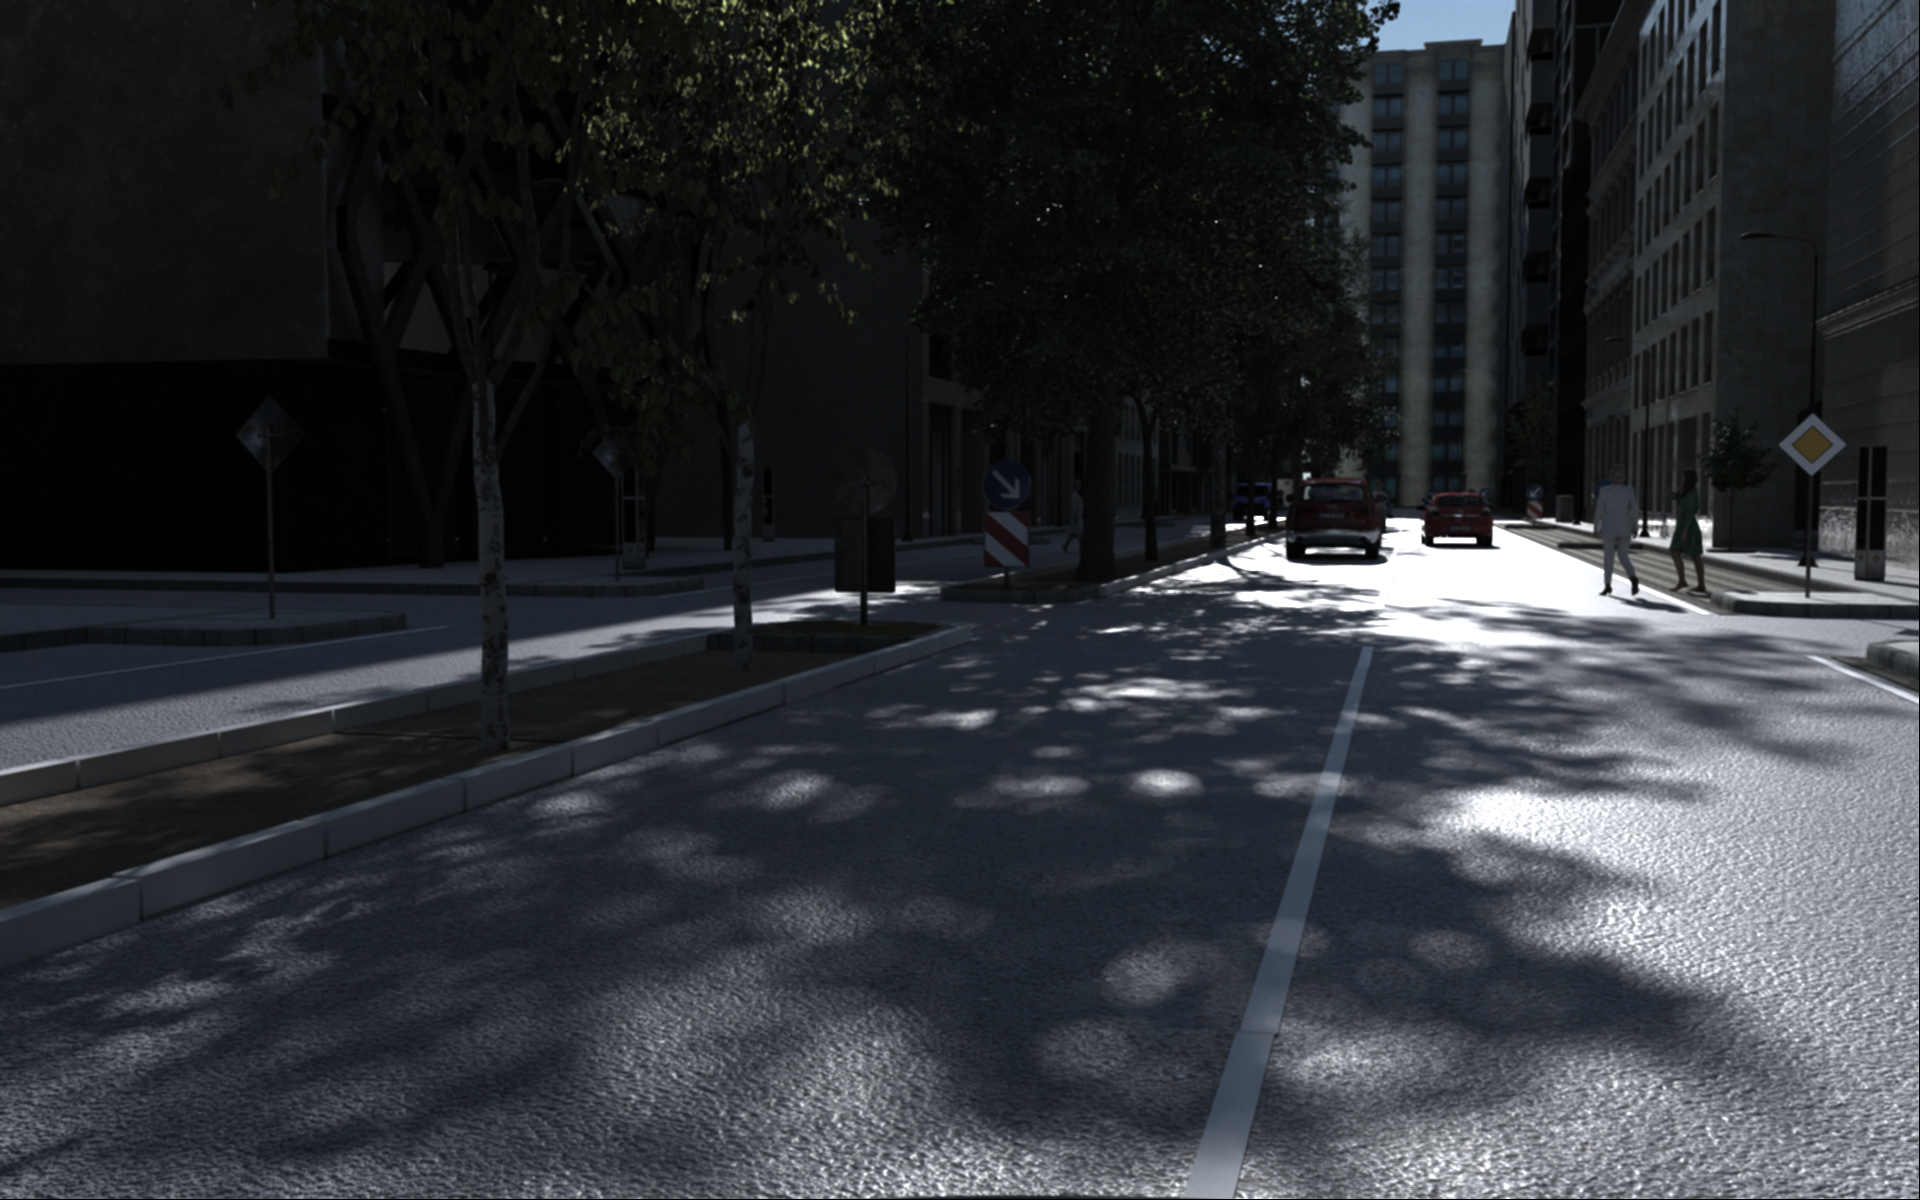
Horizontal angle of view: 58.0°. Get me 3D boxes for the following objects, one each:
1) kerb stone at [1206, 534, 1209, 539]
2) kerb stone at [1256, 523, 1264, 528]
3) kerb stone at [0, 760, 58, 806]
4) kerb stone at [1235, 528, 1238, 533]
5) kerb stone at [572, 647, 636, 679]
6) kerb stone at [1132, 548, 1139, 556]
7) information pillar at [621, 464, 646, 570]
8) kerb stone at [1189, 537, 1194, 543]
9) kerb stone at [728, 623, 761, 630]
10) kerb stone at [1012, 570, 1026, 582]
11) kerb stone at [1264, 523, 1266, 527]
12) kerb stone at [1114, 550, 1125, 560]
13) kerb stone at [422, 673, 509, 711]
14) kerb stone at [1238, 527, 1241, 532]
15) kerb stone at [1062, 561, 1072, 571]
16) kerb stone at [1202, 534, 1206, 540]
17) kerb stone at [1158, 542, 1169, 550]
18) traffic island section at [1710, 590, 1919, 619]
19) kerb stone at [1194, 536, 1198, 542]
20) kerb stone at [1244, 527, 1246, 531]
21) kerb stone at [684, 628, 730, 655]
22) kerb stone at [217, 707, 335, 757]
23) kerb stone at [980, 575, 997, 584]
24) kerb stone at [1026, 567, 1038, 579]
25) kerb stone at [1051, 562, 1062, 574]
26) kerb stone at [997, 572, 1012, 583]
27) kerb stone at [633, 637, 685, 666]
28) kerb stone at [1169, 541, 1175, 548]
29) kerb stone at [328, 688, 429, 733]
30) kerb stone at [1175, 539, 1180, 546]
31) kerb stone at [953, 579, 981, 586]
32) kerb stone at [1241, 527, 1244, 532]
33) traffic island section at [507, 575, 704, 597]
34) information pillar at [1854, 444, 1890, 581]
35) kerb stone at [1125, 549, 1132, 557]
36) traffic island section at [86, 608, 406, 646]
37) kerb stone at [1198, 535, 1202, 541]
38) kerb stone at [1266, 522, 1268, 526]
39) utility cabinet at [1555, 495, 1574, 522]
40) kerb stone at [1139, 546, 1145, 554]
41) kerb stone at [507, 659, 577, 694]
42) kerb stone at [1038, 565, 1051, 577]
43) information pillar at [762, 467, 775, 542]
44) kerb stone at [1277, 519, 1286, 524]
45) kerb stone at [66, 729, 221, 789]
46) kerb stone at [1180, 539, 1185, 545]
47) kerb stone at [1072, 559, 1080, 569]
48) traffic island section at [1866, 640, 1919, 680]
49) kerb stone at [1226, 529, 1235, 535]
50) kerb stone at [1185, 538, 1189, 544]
[{"bbox_3d":[7.581,-1.946,54.020,0.120,0.150,1.000,1,4,15],"label":"kerb stone"},{"bbox_3d":[12.751,-3.160,73.889,0.120,0.150,1.000,1,4,15],"label":"kerb stone"},{"bbox_3d":[-4.439,0.876,7.870,0.120,0.150,1.000,1,4,15],"label":"kerb stone"},{"bbox_3d":[9.910,-2.490,62.962,0.120,0.150,1.000,1,4,15],"label":"kerb stone"},{"bbox_3d":[-2.883,0.512,13.821,0.120,0.150,1.000,1,4,15],"label":"kerb stone"},{"bbox_3d":[3.957,-1.096,40.111,0.120,0.150,1.000,1,4,15],"label":"kerb stone"},{"bbox_3d":[-5.551,-1.527,29.455,0.304,2.012,0.304,1,4,16],"label":"information pillar"},{"bbox_3d":[6.554,-1.701,50.037,0.120,0.150,1.000,1,4,15],"label":"kerb stone"},{"bbox_3d":[-2.116,0.333,16.793,0.120,0.150,1.000,1,4,15],"label":"kerb stone"},{"bbox_3d":[0.861,-0.367,28.204,0.120,0.150,1.000,1,4,15],"label":"kerb stone"},{"bbox_3d":[13.021,-3.222,74.875,0.120,0.150,1.000,1,4,15],"label":"kerb stone"},{"bbox_3d":[3.444,-0.972,38.126,0.120,0.150,1.000,1,4,15],"label":"kerb stone"},{"bbox_3d":[-3.409,0.633,11.843,0.120,0.150,1.000,1,4,15],"label":"kerb stone"},{"bbox_3d":[10.175,-2.552,63.955,0.120,0.150,1.000,1,4,15],"label":"kerb stone"},{"bbox_3d":[1.889,-0.611,32.177,0.120,0.150,1.000,1,4,15],"label":"kerb stone"},{"bbox_3d":[7.326,-1.885,53.019,0.120,0.150,1.000,1,4,15],"label":"kerb stone"},{"bbox_3d":[5.253,-1.400,45.083,0.120,0.150,1.000,1,4,15],"label":"kerb stone"},{"bbox_3d":[10.512,0.051,21.447,2.009,0.180,2.903,1,4,15],"label":"traffic island section"},{"bbox_3d":[6.812,-1.764,51.033,0.120,0.150,1.000,1,4,15],"label":"kerb stone"},{"bbox_3d":[10.686,-2.675,65.937,0.120,0.150,1.000,1,4,15],"label":"kerb stone"},{"bbox_3d":[-2.371,0.391,15.803,0.120,0.150,1.000,1,4,15],"label":"kerb stone"},{"bbox_3d":[-3.926,0.759,9.851,0.120,0.150,1.000,1,4,15],"label":"kerb stone"},{"bbox_3d":[0.341,-0.245,26.223,0.120,0.150,1.000,1,4,15],"label":"kerb stone"},{"bbox_3d":[1.116,-0.427,29.194,0.120,0.150,1.000,1,4,15],"label":"kerb stone"},{"bbox_3d":[1.640,-0.547,31.180,0.120,0.150,1.000,1,4,15],"label":"kerb stone"},{"bbox_3d":[0.600,-0.307,27.216,0.120,0.150,1.000,1,4,15],"label":"kerb stone"},{"bbox_3d":[-2.630,0.452,14.812,0.120,0.150,1.000,1,4,15],"label":"kerb stone"},{"bbox_3d":[5.528,-1.460,46.072,0.120,0.150,1.000,1,4,15],"label":"kerb stone"},{"bbox_3d":[-3.673,0.699,10.855,0.120,0.150,1.000,1,4,15],"label":"kerb stone"},{"bbox_3d":[5.775,-1.521,47.065,0.120,0.150,1.000,1,4,15],"label":"kerb stone"},{"bbox_3d":[0.083,-0.180,25.233,0.120,0.150,1.000,1,4,15],"label":"kerb stone"},{"bbox_3d":[10.434,-2.614,64.944,0.120,0.150,1.000,1,4,15],"label":"kerb stone"},{"bbox_3d":[-5.060,-0.197,25.494,2.009,0.180,2.903,1,4,15],"label":"traffic island section"},{"bbox_3d":[13.500,-1.294,25.648,0.304,2.012,0.304,0,4,-5],"label":"information pillar"},{"bbox_3d":[3.700,-1.031,39.116,0.120,0.150,1.000,1,4,15],"label":"kerb stone"},{"bbox_3d":[-7.073,0.276,17.766,2.009,0.180,2.903,1,4,15],"label":"traffic island section"},{"bbox_3d":[7.062,-1.824,52.024,0.120,0.150,1.000,1,4,15],"label":"kerb stone"},{"bbox_3d":[13.279,-3.282,75.870,0.120,0.150,1.000,1,4,15],"label":"kerb stone"},{"bbox_3d":[27.684,-4.165,79.267,1.020,1.237,0.306,-3,4,-37],"label":"utility cabinet"},{"bbox_3d":[4.228,-1.156,41.097,0.120,0.150,1.000,1,4,15],"label":"kerb stone"},{"bbox_3d":[-3.148,0.575,12.831,0.120,0.150,1.000,1,4,15],"label":"kerb stone"},{"bbox_3d":[1.379,-0.489,30.192,0.120,0.150,1.000,1,4,15],"label":"kerb stone"},{"bbox_3d":[-5.168,-2.586,46.773,0.304,2.012,0.304,0,3,0],"label":"information pillar"},{"bbox_3d":[16.122,-3.951,86.790,0.120,0.150,1.000,1,4,15],"label":"kerb stone"},{"bbox_3d":[-4.179,0.816,8.861,0.120,0.150,1.000,1,4,15],"label":"kerb stone"},{"bbox_3d":[6.038,-1.579,48.058,0.120,0.150,1.000,1,4,15],"label":"kerb stone"},{"bbox_3d":[2.146,-0.671,33.167,0.120,0.150,1.000,1,4,15],"label":"kerb stone"},{"bbox_3d":[8.499,0.524,13.719,2.009,0.180,2.903,1,4,15],"label":"traffic island section"},{"bbox_3d":[9.655,-2.430,61.971,0.120,0.150,1.000,1,4,15],"label":"kerb stone"},{"bbox_3d":[6.291,-1.642,49.048,0.120,0.150,1.000,1,4,15],"label":"kerb stone"}]
